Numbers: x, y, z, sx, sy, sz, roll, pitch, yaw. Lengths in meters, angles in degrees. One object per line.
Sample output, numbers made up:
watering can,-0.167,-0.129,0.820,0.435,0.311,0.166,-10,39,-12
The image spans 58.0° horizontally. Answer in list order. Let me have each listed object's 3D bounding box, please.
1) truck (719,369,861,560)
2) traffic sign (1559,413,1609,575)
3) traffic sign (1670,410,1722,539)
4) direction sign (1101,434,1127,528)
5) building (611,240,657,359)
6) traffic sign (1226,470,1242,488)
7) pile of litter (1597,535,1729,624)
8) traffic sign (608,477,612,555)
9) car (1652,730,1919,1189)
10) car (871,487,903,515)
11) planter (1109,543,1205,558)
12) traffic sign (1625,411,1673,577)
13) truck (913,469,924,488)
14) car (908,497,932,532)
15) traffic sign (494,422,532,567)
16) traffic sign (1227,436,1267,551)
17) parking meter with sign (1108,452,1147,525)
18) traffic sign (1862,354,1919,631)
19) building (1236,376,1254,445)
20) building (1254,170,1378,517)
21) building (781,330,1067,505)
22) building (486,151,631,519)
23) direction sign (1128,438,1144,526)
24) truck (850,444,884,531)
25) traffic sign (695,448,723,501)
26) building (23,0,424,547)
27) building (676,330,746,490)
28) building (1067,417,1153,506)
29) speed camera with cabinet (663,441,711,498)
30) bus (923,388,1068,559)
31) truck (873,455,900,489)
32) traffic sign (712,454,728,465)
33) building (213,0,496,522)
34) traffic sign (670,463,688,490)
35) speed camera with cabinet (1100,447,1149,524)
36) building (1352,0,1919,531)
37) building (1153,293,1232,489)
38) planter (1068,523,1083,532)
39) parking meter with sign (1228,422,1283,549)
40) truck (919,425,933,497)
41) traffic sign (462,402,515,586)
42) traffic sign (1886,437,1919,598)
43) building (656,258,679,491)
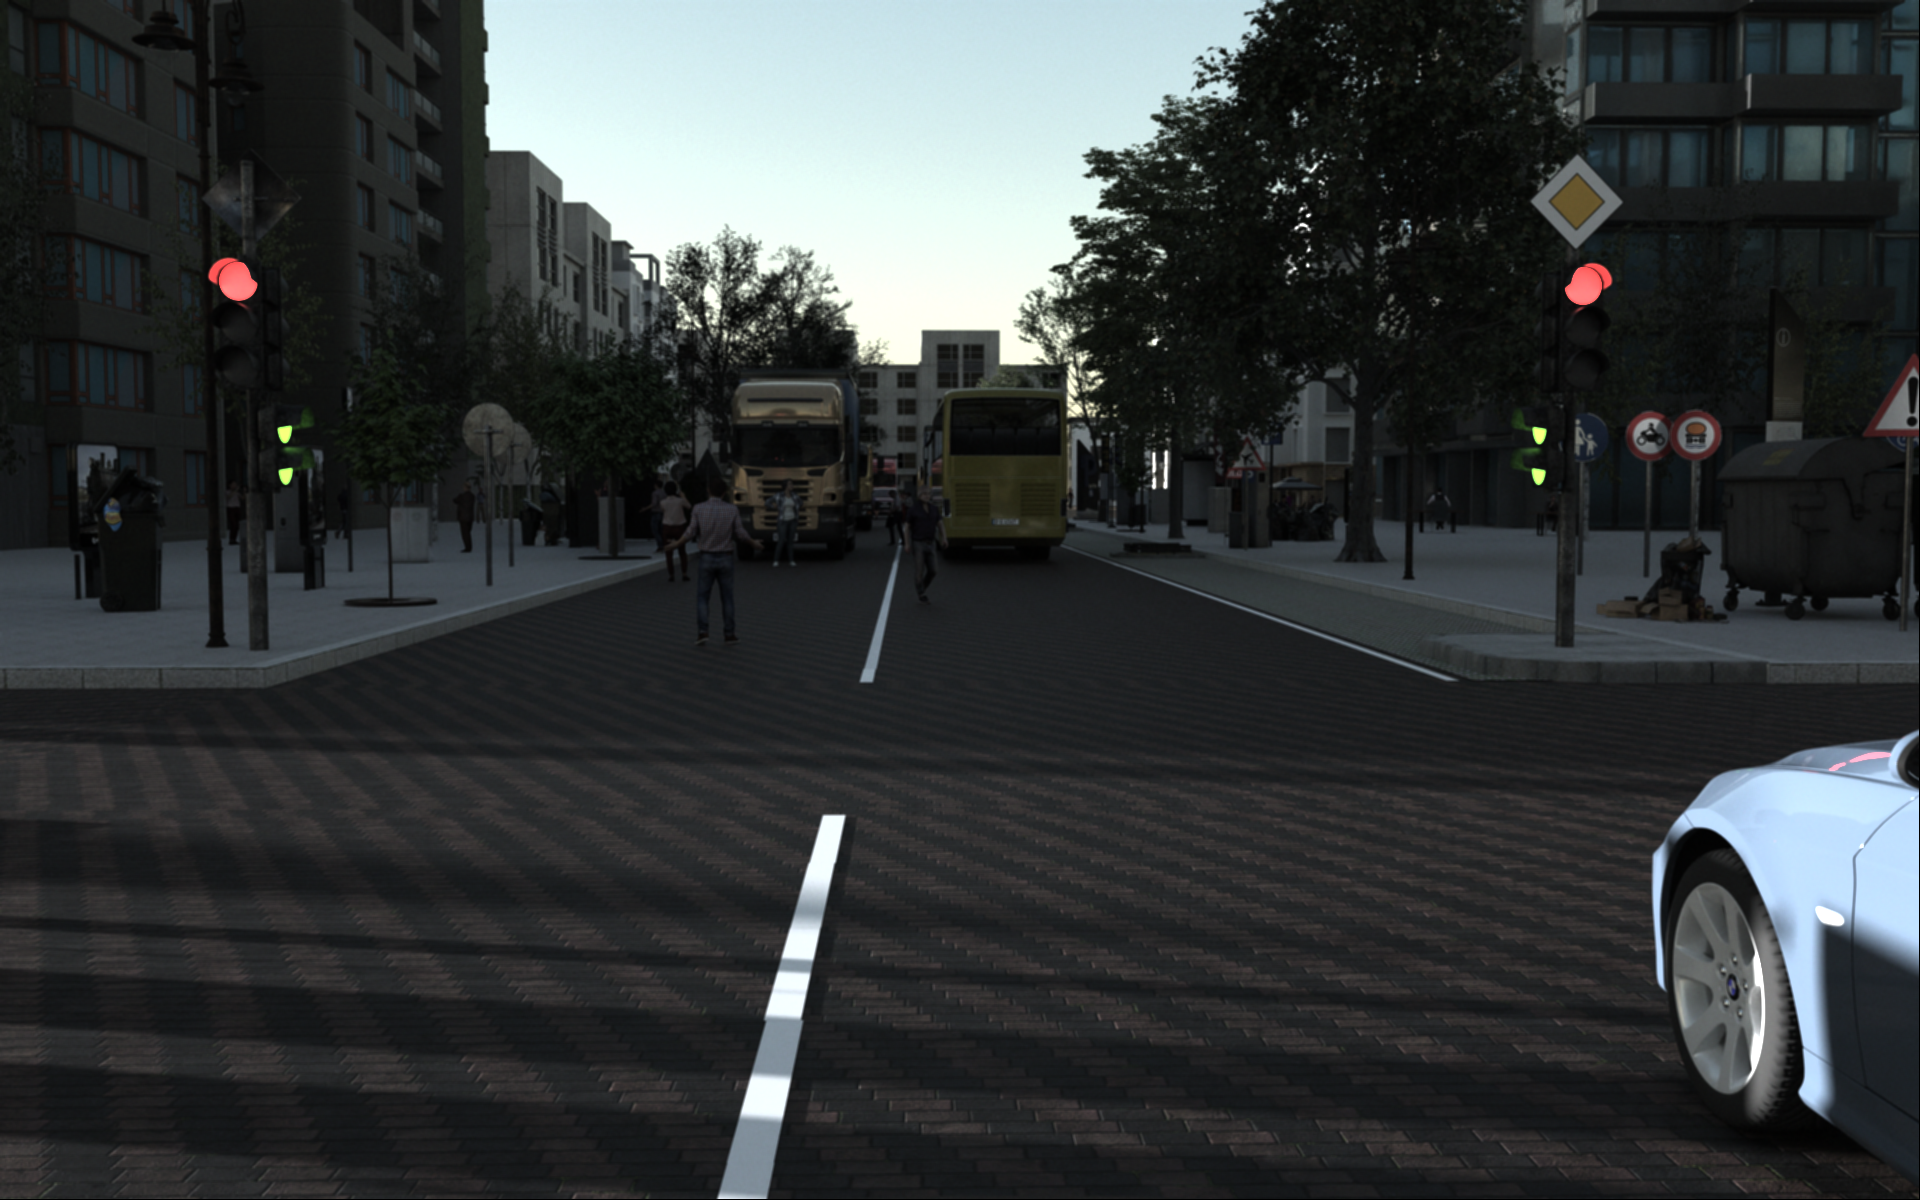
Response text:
truck,-3.779,-3.194,41.140,2.839,4.237,11.283,0,4,-1
traffic sign,9.794,-1.663,27.296,0.768,2.556,0.104,1,4,8
traffic sign,11.129,-1.601,26.290,0.768,2.556,0.104,0,4,4
direction sign,5.771,-4.511,65.753,0.876,3.537,0.379,2,4,25
building,-31.360,-16.557,127.129,16.016,20.091,11.380,0,4,-2
traffic sign,9.539,-3.658,59.805,0.884,2.594,0.081,0,4,8
pile of litter,7.285,-0.245,17.964,1.176,0.858,1.719,0,4,6
traffic sign,-7.371,-2.224,36.472,0.768,2.556,0.104,0,4,5
car,2.585,0.584,2.447,2.014,1.417,4.499,0,4,0
car,-4.366,-5.636,100.814,2.281,1.827,5.304,0,4,-2
planter,4.426,-1.112,39.318,1.991,0.319,1.994,0,4,-2
traffic sign,10.587,-1.623,26.639,0.768,2.556,0.104,0,4,2
truck,-1.964,-8.462,134.284,3.469,3.379,9.791,0,4,-1
car,-0.986,-3.212,65.094,1.945,1.354,3.894,0,4,-3
traffic sign,-7.939,-1.864,30.582,0.768,2.556,0.104,0,4,1
traffic sign,6.459,-2.388,39.053,0.884,2.594,0.081,0,4,0
parking meter with sign,6.866,-4.601,71.491,1.738,3.016,0.543,-2,4,-26
traffic sign,8.827,-0.986,16.129,0.884,2.594,0.081,0,4,3
building,26.511,-15.829,115.225,16.016,20.091,11.380,0,4,-2
building,26.940,-15.135,103.874,16.016,20.091,11.380,0,4,-2
building,-4.367,-20.106,195.195,31.486,18.905,16.747,0,4,-2
building,-30.939,-14.595,105.089,16.747,18.905,31.486,0,4,-2
direction sign,7.016,-4.745,69.576,0.876,3.537,0.379,3,4,39
truck,-4.813,-4.522,69.860,3.469,3.379,9.791,0,4,-3
traffic sign,-7.167,-3.009,49.200,0.884,2.594,0.081,0,4,7
building,-35.207,-12.841,54.982,27.650,21.520,28.899,0,4,-2
building,-35.847,-20.067,194.560,31.486,18.905,16.747,0,4,-2
building,25.926,-15.341,192.968,28.070,9.664,9.099,0,4,-2
speed camera with cabinet,-10.095,-4.322,65.007,2.038,3.252,0.660,1,4,16
bus,0.683,-3.014,40.833,2.896,3.916,12.252,0,4,-2
truck,-5.859,-8.496,127.824,2.839,4.237,11.283,0,4,-2
traffic sign,-7.726,-3.345,54.789,0.768,2.556,0.104,0,4,4
building,-29.689,-24.060,76.977,14.154,41.232,14.086,0,4,-2
traffic sign,-11.458,-4.313,70.622,0.768,2.556,0.104,0,4,8
speed camera with cabinet,6.985,-4.842,73.497,2.038,3.252,0.660,-1,4,-17
building,30.451,-27.663,71.892,23.786,49.044,30.456,0,4,-2
building,25.782,-16.525,136.644,16.747,18.905,31.486,0,4,-2
planter,3.687,-2.790,66.749,1.991,0.319,1.994,0,4,-2
parking meter with sign,7.041,-2.761,41.399,0.543,3.016,1.738,3,4,39
truck,-0.361,-5.341,76.246,2.839,4.237,11.283,0,4,-1
traffic sign,-6.578,-1.469,24.131,0.768,2.556,0.104,0,4,8
traffic sign,11.678,-1.297,21.307,0.768,2.556,0.104,0,4,-1
building,-29.605,-17.536,143.129,11.380,20.091,16.016,0,4,-2
